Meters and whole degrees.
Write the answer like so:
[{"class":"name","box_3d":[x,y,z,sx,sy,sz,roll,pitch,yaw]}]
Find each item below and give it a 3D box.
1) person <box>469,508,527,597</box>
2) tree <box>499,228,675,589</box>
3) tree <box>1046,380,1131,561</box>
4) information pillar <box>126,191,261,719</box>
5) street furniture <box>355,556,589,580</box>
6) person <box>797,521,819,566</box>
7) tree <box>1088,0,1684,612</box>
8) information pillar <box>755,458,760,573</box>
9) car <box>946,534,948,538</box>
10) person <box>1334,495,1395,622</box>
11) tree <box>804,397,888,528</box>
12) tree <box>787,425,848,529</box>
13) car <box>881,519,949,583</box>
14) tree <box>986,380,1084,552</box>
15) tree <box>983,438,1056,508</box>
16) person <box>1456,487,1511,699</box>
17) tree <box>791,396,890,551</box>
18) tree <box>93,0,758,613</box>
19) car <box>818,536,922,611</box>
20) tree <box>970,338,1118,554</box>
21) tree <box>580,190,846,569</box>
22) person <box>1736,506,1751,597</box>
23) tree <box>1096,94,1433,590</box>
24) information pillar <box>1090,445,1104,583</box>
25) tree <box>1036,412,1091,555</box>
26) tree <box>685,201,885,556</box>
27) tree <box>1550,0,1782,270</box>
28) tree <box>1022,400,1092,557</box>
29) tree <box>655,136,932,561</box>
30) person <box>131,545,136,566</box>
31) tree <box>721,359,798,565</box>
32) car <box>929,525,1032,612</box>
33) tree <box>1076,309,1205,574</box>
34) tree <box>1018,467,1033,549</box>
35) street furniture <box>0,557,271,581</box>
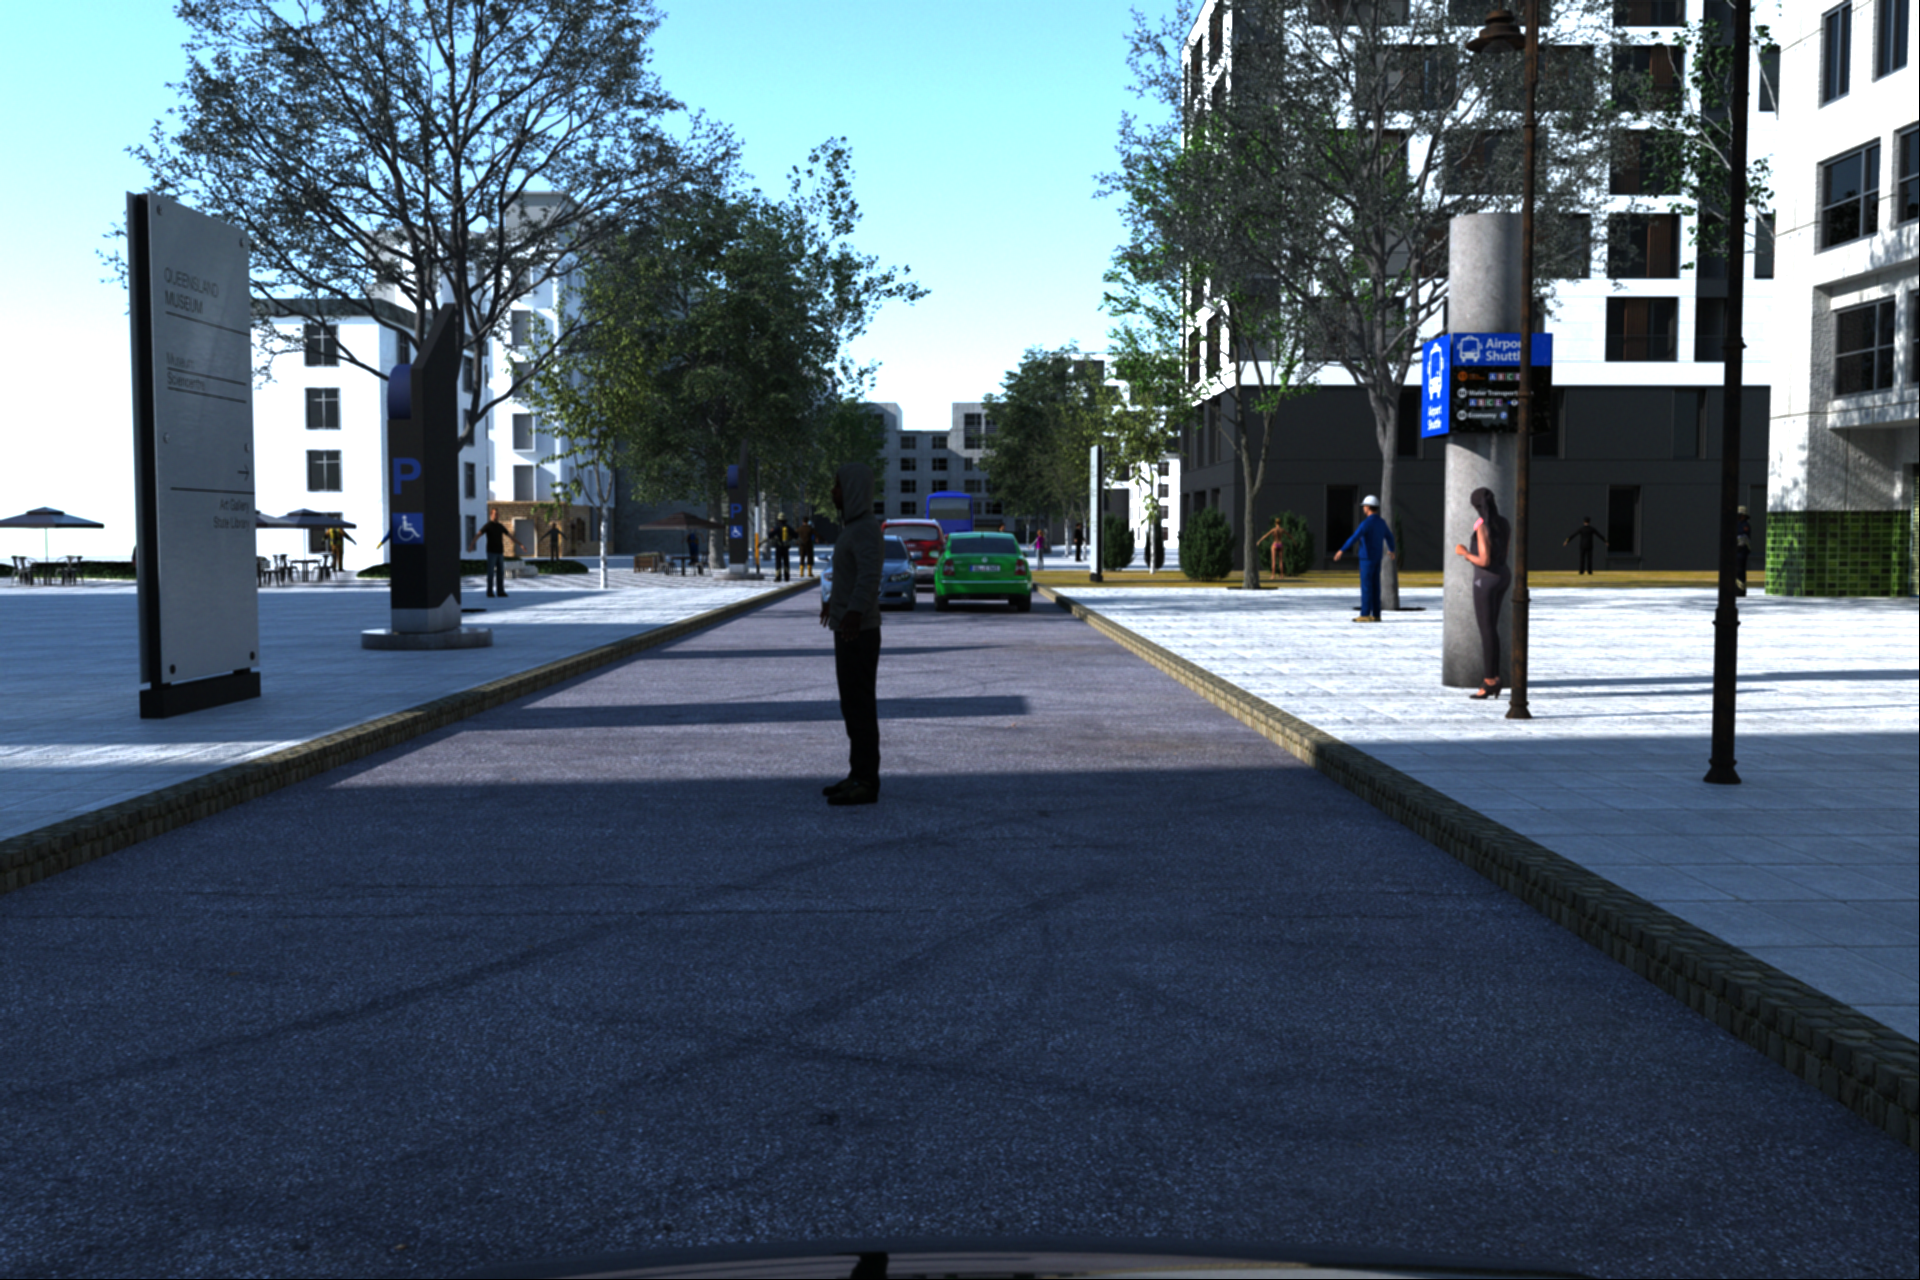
[{"class":"person","box_3d":[-9.459,-1.779,35.309,0.705,1.803,1.348,3,5,42]},{"class":"tree","box_3d":[-8.516,-5.531,40.798,4.737,8.622,4.395,0,3,0]},{"class":"tree","box_3d":[6.300,-8.160,83.775,4.737,8.622,4.395,0,3,0]},{"class":"information pillar","box_3d":[-5.610,-1.311,12.745,0.184,3.620,1.656,0,4,0]},{"class":"street furniture","box_3d":[-14.898,-2.324,53.631,5.734,0.657,10.072,0,4,3]},{"class":"person","box_3d":[-6.138,-3.939,70.524,0.704,1.817,1.347,2,4,33]},{"class":"tree","box_3d":[7.157,-7.249,28.884,12.009,13.543,11.850,0,3,0]},{"class":"information pillar","box_3d":[-6.185,-3.762,52.869,0.183,3.616,0.504,0,4,-1]},{"class":"car","box_3d":[-1.338,-2.595,51.098,2.281,1.827,5.304,0,4,0]},{"class":"person","box_3d":[5.977,-1.188,25.304,1.347,1.842,0.705,-3,5,-39]},{"class":"tree","box_3d":[-9.560,-13.728,142.582,7.486,12.596,7.792,0,3,0]},{"class":"tree","box_3d":[-9.981,-10.030,114.358,4.360,8.622,3.978,0,3,0]},{"class":"car","box_3d":[-1.244,-2.185,44.396,2.281,1.827,5.304,0,4,-1]},{"class":"tree","box_3d":[5.320,-12.726,126.191,7.486,12.596,7.792,0,3,0]},{"class":"tree","box_3d":[6.168,-12.365,136.580,8.767,10.594,7.601,0,4,-5]},{"class":"person","box_3d":[4.091,-0.370,13.561,0.415,1.643,0.593,0,4,2]},{"class":"tree","box_3d":[-8.977,-12.483,129.852,9.928,11.665,9.643,0,3,0]},{"class":"tree","box_3d":[-8.356,-7.210,28.259,12.009,13.543,11.850,0,3,0]},{"class":"car","box_3d":[-1.740,-1.338,33.884,2.014,1.417,4.499,0,4,-1]},{"class":"tree","box_3d":[5.596,-12.623,113.037,9.857,13.997,8.962,0,3,0]},{"class":"tree","box_3d":[-9.029,-9.569,63.106,9.857,13.997,8.962,0,3,0]},{"class":"person","box_3d":[15.913,-1.804,35.358,0.704,1.845,1.351,1,4,19]},{"class":"tree","box_3d":[6.882,-6.986,39.971,9.928,11.665,9.643,0,3,0]},{"class":"information pillar","box_3d":[3.658,-3.368,46.385,0.184,3.620,1.656,0,4,-2]},{"class":"tree","box_3d":[6.691,-9.420,104.384,4.360,8.622,3.978,0,3,0]},{"class":"tree","box_3d":[-10.412,-15.020,101.467,12.611,20.169,13.585,0,3,0]},{"class":"tree","box_3d":[22.531,-11.608,45.685,12.611,20.169,13.585,0,3,0]},{"class":"tree","box_3d":[6.026,-8.833,94.783,4.360,8.622,3.978,0,3,0]},{"class":"tree","box_3d":[-8.073,-13.836,82.108,12.611,20.169,13.585,0,3,0]},{"class":"person","box_3d":[-13.626,-1.408,29.614,0.990,1.755,0.434,-2,4,-23]},{"class":"tree","box_3d":[-8.511,-7.409,71.502,4.737,8.622,4.395,0,3,0]},{"class":"car","box_3d":[0.387,-1.506,33.414,1.959,1.807,4.718,0,4,-2]},{"class":"tree","box_3d":[6.004,-6.443,55.707,4.737,8.622,4.395,0,3,0]},{"class":"tree","box_3d":[5.472,-11.892,144.803,4.360,8.622,3.978,0,3,0]},{"class":"street furniture","box_3d":[-25.296,-2.159,50.927,10.072,0.657,5.734,1,4,23]}]
